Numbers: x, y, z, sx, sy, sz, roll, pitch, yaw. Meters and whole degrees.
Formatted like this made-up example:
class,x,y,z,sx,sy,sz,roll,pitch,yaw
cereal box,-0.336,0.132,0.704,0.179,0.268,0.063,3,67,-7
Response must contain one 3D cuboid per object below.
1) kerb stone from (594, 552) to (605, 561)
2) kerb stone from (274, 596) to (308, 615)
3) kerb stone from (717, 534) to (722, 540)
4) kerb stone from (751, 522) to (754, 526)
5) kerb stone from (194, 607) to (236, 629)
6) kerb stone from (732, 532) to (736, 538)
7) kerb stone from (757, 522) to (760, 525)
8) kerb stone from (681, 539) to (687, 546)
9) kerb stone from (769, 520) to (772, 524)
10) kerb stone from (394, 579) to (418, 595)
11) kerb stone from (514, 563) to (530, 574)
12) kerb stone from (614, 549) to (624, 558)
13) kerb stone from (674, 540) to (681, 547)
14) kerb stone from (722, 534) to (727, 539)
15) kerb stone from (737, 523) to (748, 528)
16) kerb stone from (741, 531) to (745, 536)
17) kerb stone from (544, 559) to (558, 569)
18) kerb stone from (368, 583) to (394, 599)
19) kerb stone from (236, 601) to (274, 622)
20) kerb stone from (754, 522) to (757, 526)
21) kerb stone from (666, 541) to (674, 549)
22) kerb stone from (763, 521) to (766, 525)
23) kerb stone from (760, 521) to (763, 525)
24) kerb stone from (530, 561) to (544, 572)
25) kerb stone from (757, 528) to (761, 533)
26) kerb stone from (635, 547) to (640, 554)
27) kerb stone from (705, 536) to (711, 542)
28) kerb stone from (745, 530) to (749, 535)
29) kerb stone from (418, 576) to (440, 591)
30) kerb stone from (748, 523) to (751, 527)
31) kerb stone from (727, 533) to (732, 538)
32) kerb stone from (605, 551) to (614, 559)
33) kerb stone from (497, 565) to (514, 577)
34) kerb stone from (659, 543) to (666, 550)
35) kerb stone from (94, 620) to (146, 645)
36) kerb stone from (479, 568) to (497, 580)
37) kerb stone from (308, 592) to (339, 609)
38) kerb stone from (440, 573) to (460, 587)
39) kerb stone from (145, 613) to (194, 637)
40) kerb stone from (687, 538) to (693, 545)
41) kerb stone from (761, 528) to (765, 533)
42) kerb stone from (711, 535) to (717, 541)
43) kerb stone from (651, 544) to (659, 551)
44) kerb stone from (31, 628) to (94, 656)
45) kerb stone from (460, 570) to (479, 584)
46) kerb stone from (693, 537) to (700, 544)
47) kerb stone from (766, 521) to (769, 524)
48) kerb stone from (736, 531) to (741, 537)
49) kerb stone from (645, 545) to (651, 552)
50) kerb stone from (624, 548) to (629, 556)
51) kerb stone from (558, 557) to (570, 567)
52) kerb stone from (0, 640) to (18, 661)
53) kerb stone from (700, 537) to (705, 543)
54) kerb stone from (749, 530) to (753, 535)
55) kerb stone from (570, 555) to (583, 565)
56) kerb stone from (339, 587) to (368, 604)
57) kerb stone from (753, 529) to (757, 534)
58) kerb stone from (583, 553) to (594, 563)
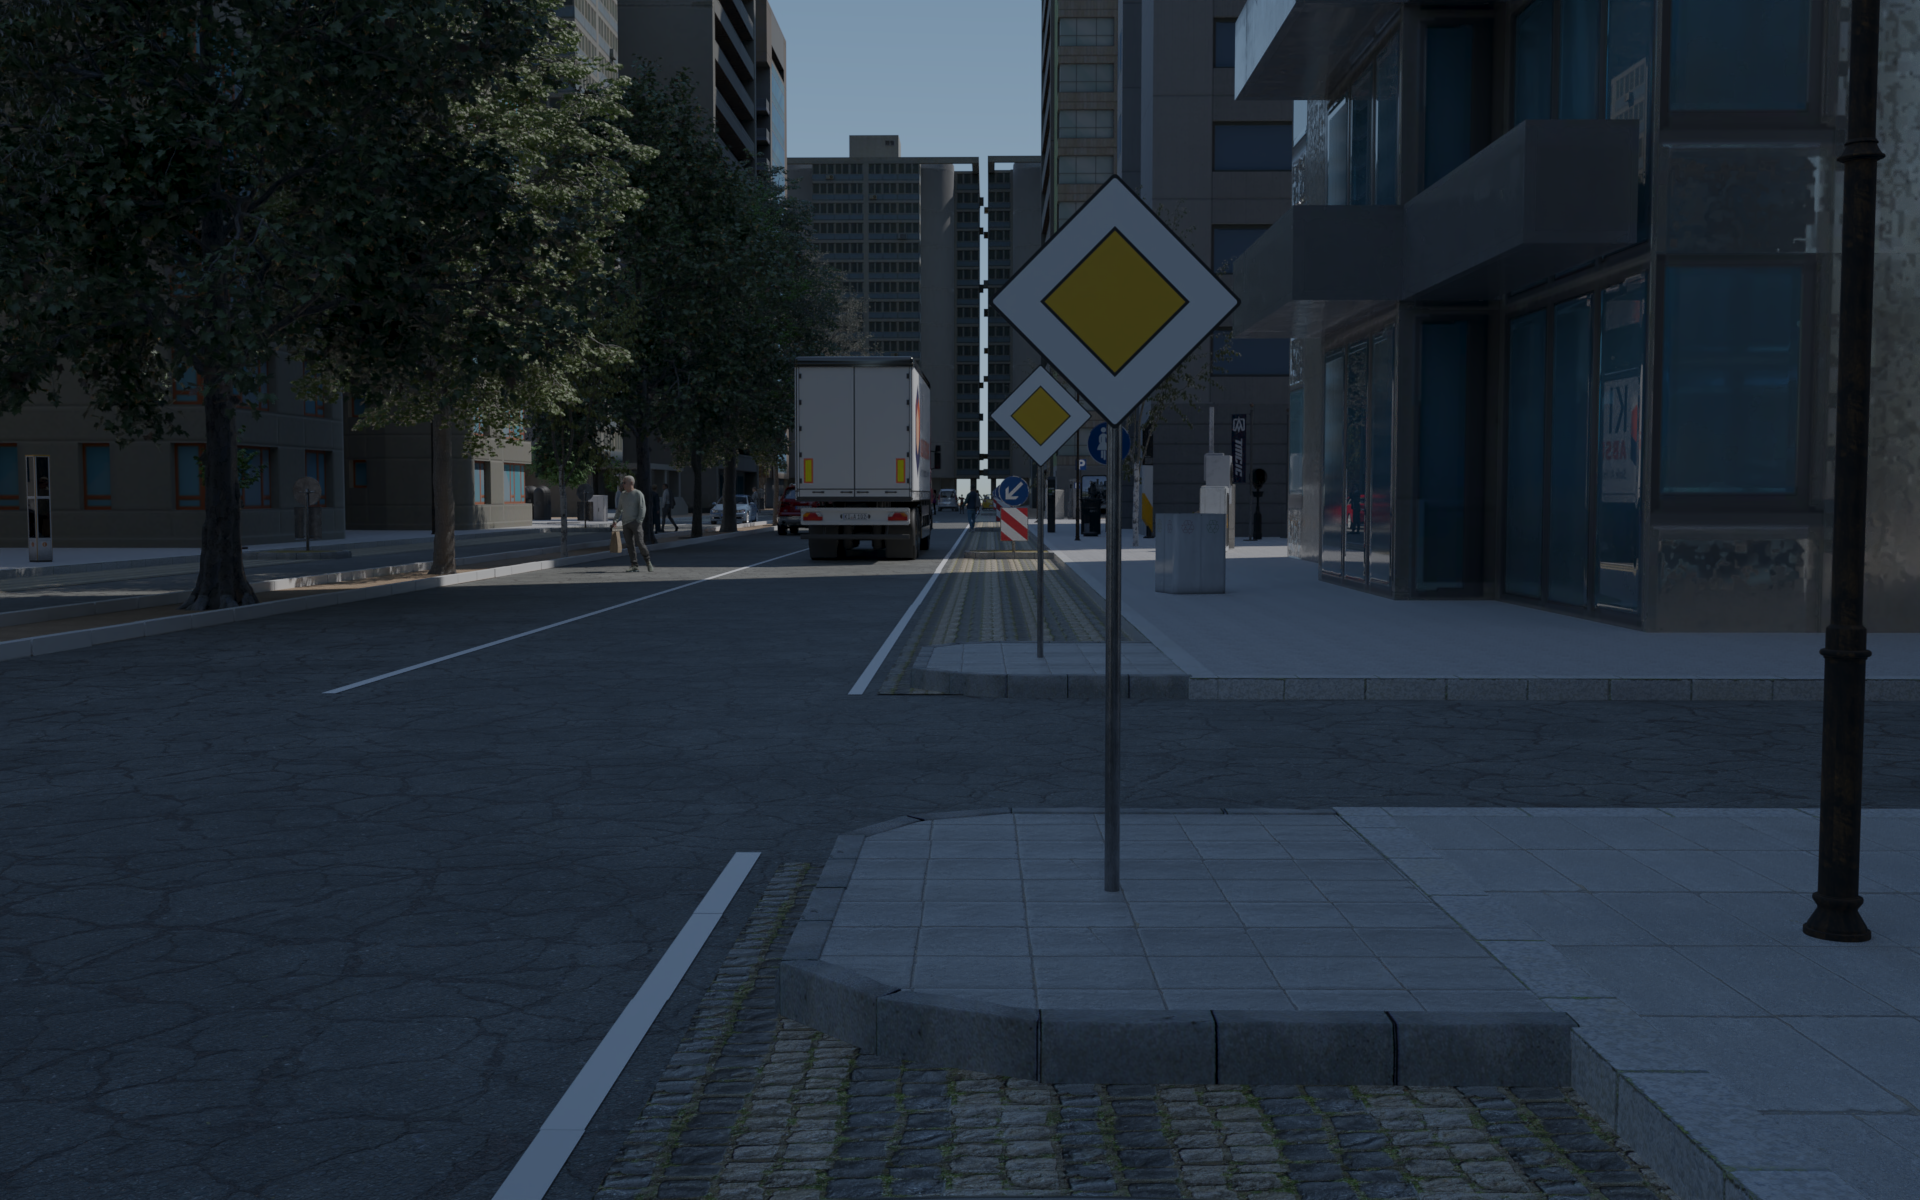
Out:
class,x,y,z,sx,sy,sz,roll,pitch,yaw
kerb stone,-7.887,-0.923,37.329,0.120,0.150,1.000,0,4,1
kerb stone,-8.173,0.076,20.951,0.120,0.150,1.000,0,4,1
kerb stone,-7.614,-1.920,53.724,0.120,0.150,1.000,0,4,1
kerb stone,-9.314,-3.307,76.323,0.120,0.150,1.000,0,4,1
kerb stone,-8.207,0.205,18.901,0.120,0.150,1.000,0,4,1
kerb stone,-7.546,-2.113,56.797,0.120,0.150,1.000,0,4,1
kerb stone,-9.278,-3.436,78.382,0.120,0.150,1.000,0,4,1
kerb stone,-7.709,-1.553,47.581,0.120,0.150,1.000,0,4,1
kerb stone,-9.213,-3.687,82.479,0.120,0.150,1.000,0,4,1
kerb stone,-8.100,-0.174,25.043,0.120,0.150,1.000,0,4,1
kerb stone,-7.991,-0.547,31.188,0.120,0.150,1.000,0,4,1
kerb stone,-7.855,-1.050,39.379,0.120,0.150,1.000,0,4,1
kerb stone,-7.726,-1.486,46.553,0.120,0.150,1.000,0,4,1
kerb stone,-7.592,-1.987,54.751,0.120,0.150,1.000,0,4,1
kerb stone,-9.347,-3.185,74.273,0.120,0.150,1.000,0,4,1
kerb stone,-7.518,-2.241,58.841,0.120,0.150,1.000,0,4,1
kerb stone,-7.957,-0.669,33.233,0.120,0.150,1.000,0,4,1
kerb stone,-8.119,-0.111,24.017,0.120,0.150,1.000,0,4,1
kerb stone,-8.186,0.141,19.929,0.120,0.150,1.000,0,4,1
kerb stone,-9.306,-3.374,77.354,0.120,0.150,1.000,0,4,1
kerb stone,-7.746,-1.425,45.531,0.120,0.150,1.000,0,4,1
kerb stone,-9.245,-3.561,80.426,0.120,0.150,1.000,0,4,1
kerb stone,-9.262,-3.499,79.404,0.120,0.150,1.000,0,4,1
kerb stone,-7.979,-0.612,32.210,0.120,0.150,1.000,0,4,1
kerb stone,-7.441,-2.492,62.933,0.120,0.150,1.000,0,4,1
kerb stone,-7.821,-1.177,41.442,0.120,0.150,1.000,0,4,1
kerb stone,-7.645,-1.803,51.674,0.120,0.150,1.000,0,4,1
kerb stone,-7.493,-2.301,59.867,0.120,0.150,1.000,0,4,1
kerb stone,-8.084,-0.237,26.075,0.120,0.150,1.000,0,4,1
kerb stone,-9.338,-3.246,75.295,0.120,0.150,1.000,0,4,1
kerb stone,-7.573,-2.054,55.774,0.120,0.150,1.000,0,4,1
kerb stone,-7.876,-0.988,38.351,0.120,0.150,1.000,0,4,1
kerb stone,-8.008,-0.487,30.164,0.120,0.150,1.000,0,4,1
kerb stone,-7.764,-1.365,44.509,0.120,0.150,1.000,0,4,1
kerb stone,-8.248,0.331,16.857,0.120,0.150,1.000,0,4,1
kerb stone,-8.037,-0.422,29.142,0.120,0.150,1.000,0,4,1
kerb stone,-8.154,0.014,21.973,0.120,0.150,1.000,0,4,1
kerb stone,-8.069,-0.300,27.097,0.120,0.150,1.000,0,4,1
kerb stone,-8.226,0.264,17.879,0.120,0.150,1.000,0,4,1
kerb stone,-7.701,-1.615,48.607,0.120,0.150,1.000,0,4,1
kerb stone,-7.432,-2.554,63.961,0.120,0.150,1.000,0,4,1
kerb stone,-7.623,-1.866,52.701,0.120,0.150,1.000,0,4,1
kerb stone,-7.785,-1.302,43.487,0.120,0.150,1.000,0,4,1
kerb stone,-8.255,0.390,15.827,0.120,0.150,1.000,0,4,1
kerb stone,-8.055,-0.360,28.120,0.120,0.150,1.000,0,4,1
kerb stone,-7.676,-1.678,49.629,0.120,0.150,1.000,0,4,1
kerb stone,-9.229,-3.620,81.448,0.120,0.150,1.000,0,4,1
kerb stone,-7.535,-2.178,57.819,0.120,0.150,1.000,0,4,1
kerb stone,-7.798,-1.235,42.465,0.120,0.150,1.000,0,4,1
kerb stone,-7.834,-1.112,40.412,0.120,0.150,1.000,0,4,1
kerb stone,-7.939,-0.736,34.258,0.120,0.150,1.000,0,4,1
kerb stone,-8.277,0.455,14.800,0.120,0.150,1.000,0,4,1
kerb stone,-7.660,-1.737,50.652,0.120,0.150,1.000,0,4,1
kerb stone,-7.479,-2.367,60.889,0.120,0.150,1.000,0,4,1
kerb stone,-7.919,-0.800,35.280,0.120,0.150,1.000,0,4,1
kerb stone,-8.134,-0.044,22.995,0.120,0.150,1.000,0,4,1
kerb stone,-7.470,-2.426,61.911,0.120,0.150,1.000,0,4,1
kerb stone,-7.903,-0.857,36.302,0.120,0.150,1.000,0,4,1
